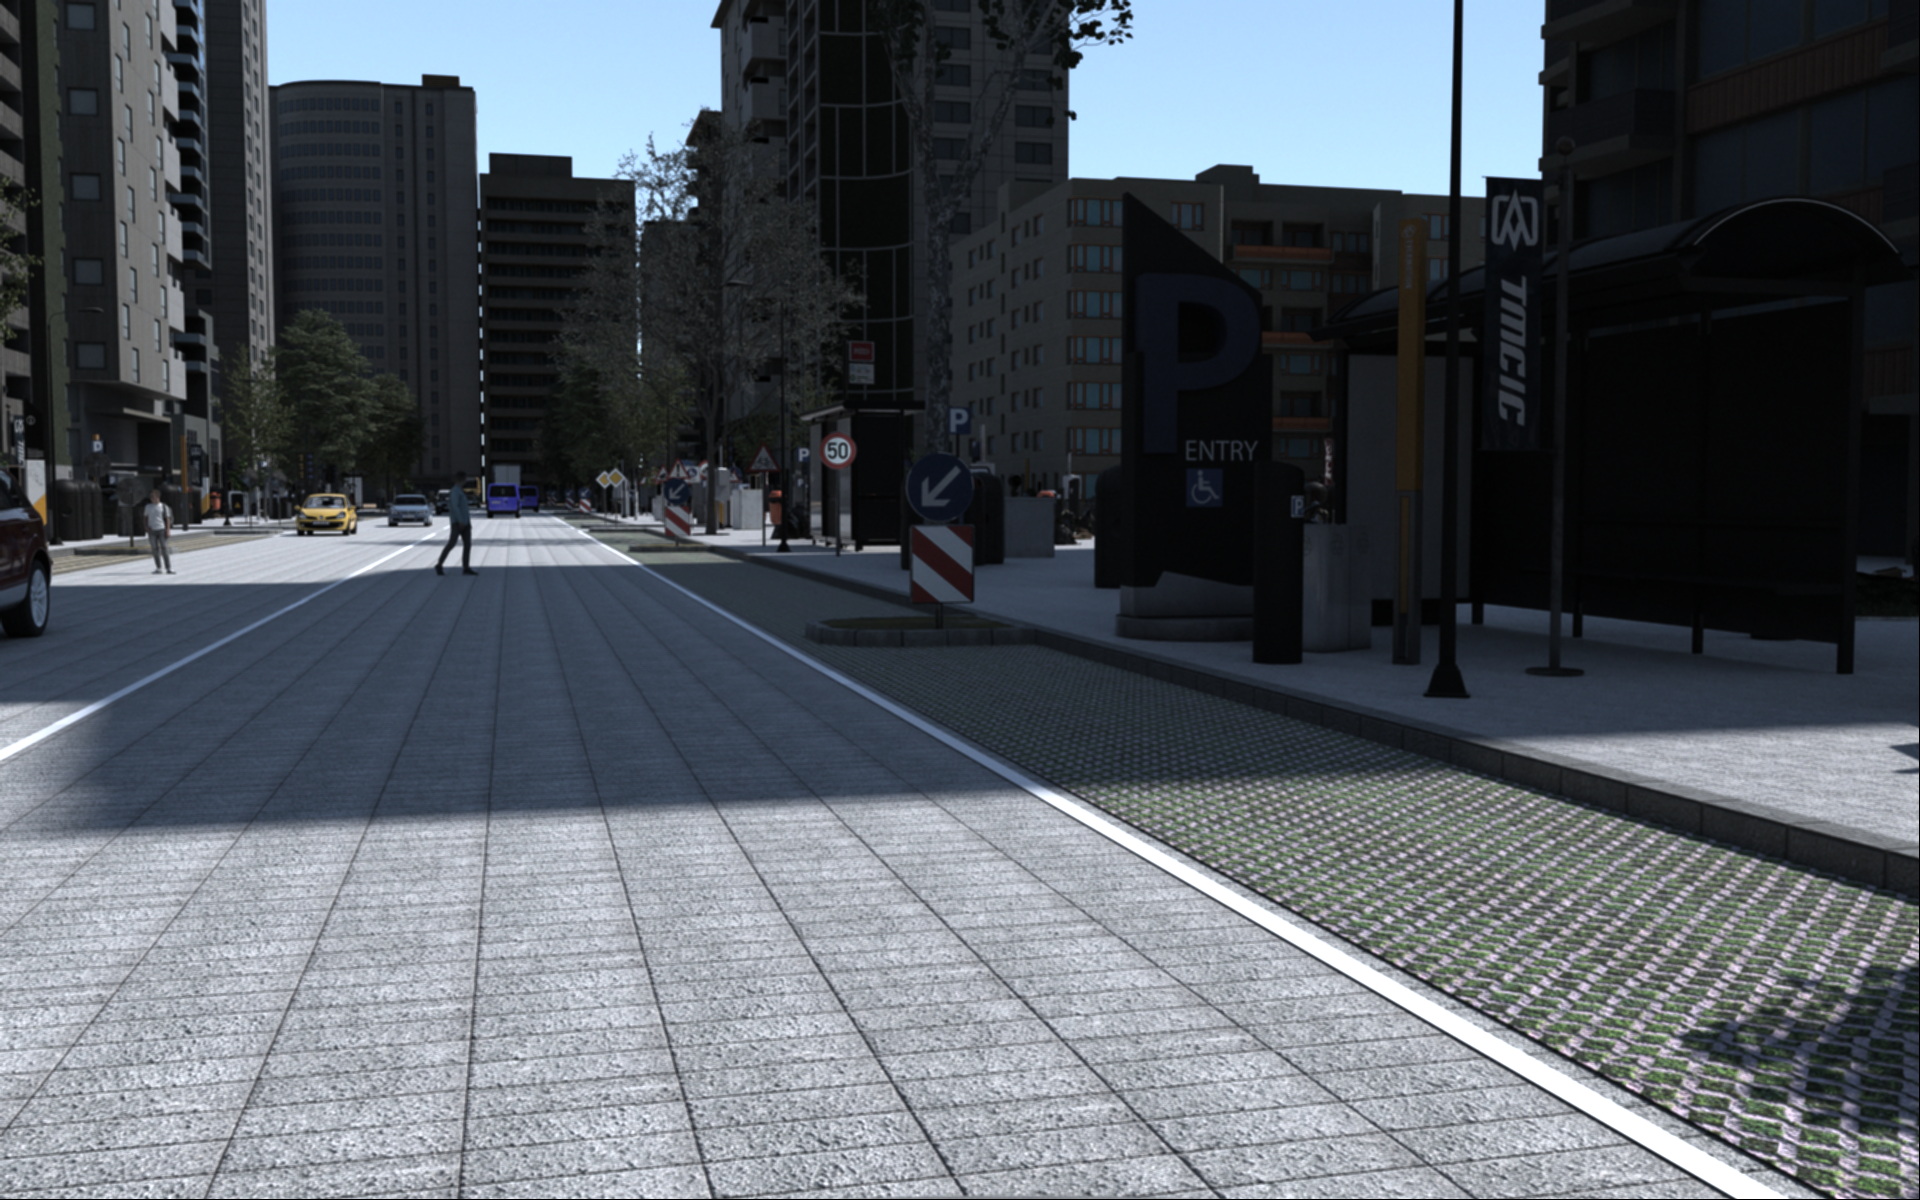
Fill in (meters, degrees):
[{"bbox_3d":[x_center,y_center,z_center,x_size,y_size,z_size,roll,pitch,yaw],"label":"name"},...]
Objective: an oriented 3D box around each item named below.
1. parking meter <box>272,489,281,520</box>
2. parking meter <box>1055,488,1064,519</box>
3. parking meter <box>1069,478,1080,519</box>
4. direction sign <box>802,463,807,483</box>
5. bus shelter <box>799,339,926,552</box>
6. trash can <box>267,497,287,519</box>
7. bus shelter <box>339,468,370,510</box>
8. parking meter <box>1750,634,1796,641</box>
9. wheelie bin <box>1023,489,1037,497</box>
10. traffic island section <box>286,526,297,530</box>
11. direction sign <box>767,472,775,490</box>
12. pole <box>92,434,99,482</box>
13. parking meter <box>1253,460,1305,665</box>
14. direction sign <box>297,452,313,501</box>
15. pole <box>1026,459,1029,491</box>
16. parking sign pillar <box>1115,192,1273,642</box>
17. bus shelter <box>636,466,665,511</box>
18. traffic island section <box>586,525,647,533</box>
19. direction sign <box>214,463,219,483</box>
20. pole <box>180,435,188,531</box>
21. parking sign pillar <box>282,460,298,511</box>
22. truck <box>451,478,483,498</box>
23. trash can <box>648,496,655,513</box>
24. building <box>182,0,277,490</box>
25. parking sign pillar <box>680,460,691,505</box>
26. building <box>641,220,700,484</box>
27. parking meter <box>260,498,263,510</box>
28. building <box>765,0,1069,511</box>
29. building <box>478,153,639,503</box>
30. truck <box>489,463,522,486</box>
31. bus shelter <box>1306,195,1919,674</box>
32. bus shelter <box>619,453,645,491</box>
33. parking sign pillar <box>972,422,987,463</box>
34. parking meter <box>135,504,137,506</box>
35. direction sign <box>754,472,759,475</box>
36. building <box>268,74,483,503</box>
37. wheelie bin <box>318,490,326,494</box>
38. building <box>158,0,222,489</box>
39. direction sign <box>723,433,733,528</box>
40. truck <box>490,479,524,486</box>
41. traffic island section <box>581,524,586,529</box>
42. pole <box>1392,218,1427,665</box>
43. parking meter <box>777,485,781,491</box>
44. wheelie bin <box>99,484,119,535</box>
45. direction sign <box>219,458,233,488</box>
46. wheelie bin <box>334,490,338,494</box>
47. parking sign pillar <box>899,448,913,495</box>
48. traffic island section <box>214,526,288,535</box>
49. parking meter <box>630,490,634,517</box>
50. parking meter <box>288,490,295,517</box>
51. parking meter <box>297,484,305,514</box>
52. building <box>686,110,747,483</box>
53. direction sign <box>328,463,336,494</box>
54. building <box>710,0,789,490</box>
[{"bbox_3d":[-34.056,-4.763,86.288,0.372,1.533,0.369,0,3,0],"label":"parking meter"},{"bbox_3d":[3.893,-3.626,67.703,0.372,1.533,0.369,0,3,0],"label":"parking meter"},{"bbox_3d":[4.254,-3.601,64.591,0.255,1.863,0.399,-2,4,-33],"label":"parking meter"},{"bbox_3d":[-11.435,-8.095,124.345,0.876,3.537,0.379,1,4,8],"label":"direction sign"},{"bbox_3d":[-2.627,-3.982,42.735,2.179,5.291,8.768,-1,4,-14],"label":"bus shelter"},{"bbox_3d":[-34.387,-4.642,87.551,0.748,1.137,0.748,0,3,0],"label":"trash can"},{"bbox_3d":[-48.556,-8.874,139.011,2.014,3.302,5.546,-1,4,-15],"label":"bus shelter"},{"bbox_3d":[7.201,-0.421,15.288,0.372,1.533,0.369,0,3,0],"label":"parking meter"},{"bbox_3d":[4.002,-5.568,98.947,0.693,1.594,0.980,3,5,43],"label":"wheelie bin"},{"bbox_3d":[-27.493,-2.916,69.959,2.009,0.180,2.903,-1,4,-14],"label":"traffic island section"},{"bbox_3d":[-15.187,-8.996,139.087,0.379,3.537,0.876,3,4,38],"label":"direction sign"},{"bbox_3d":[-29.485,-3.996,59.180,0.158,3.312,0.155,0,3,0],"label":"pole"},{"bbox_3d":[2.421,-0.291,13.162,0.372,1.533,0.369,0,3,0],"label":"parking meter"},{"bbox_3d":[-35.687,-6.267,94.465,0.379,3.537,0.876,3,5,39],"label":"direction sign"},{"bbox_3d":[3.873,-6.480,99.790,0.158,3.312,0.155,0,3,0],"label":"pole"},{"bbox_3d":[2.131,-1.659,15.599,1.447,3.967,1.447,-1,4,-12],"label":"parking sign pillar"},{"bbox_3d":[-22.618,-8.150,127.171,2.014,3.302,5.546,-1,4,-15],"label":"bus shelter"},{"bbox_3d":[-12.963,-2.640,65.446,2.009,0.180,2.903,-1,4,-14],"label":"traffic island section"},{"bbox_3d":[-53.534,-8.158,125.381,0.876,3.537,0.379,0,4,-6],"label":"direction sign"},{"bbox_3d":[-27.015,-4.065,60.308,0.158,3.312,0.155,0,3,0],"label":"pole"},{"bbox_3d":[-51.667,-8.852,133.201,1.447,3.967,1.447,-3,5,-44],"label":"parking sign pillar"},{"bbox_3d":[-57.967,-12.737,204.166,3.469,3.379,9.791,-1,4,-14],"label":"truck"},{"bbox_3d":[-20.351,-6.315,114.896,0.748,1.137,0.748,0,3,0],"label":"trash can"},{"bbox_3d":[-85.732,-45.679,185.095,20.611,71.187,20.563,-1,4,-14],"label":"building"},{"bbox_3d":[-21.603,-9.143,137.964,1.447,3.967,1.447,-1,4,-22],"label":"parking sign pillar"},{"bbox_3d":[-38.928,-34.775,252.168,14.086,41.232,14.154,-1,4,-14],"label":"building"},{"bbox_3d":[-55.618,-8.082,137.846,0.399,1.863,0.255,1,4,10],"label":"parking meter"},{"bbox_3d":[-4.234,-42.774,137.613,20.563,71.187,20.611,-1,4,-14],"label":"building"},{"bbox_3d":[-58.103,-38.333,250.444,21.600,48.544,21.300,-1,4,-14],"label":"building"},{"bbox_3d":[-42.470,-10.588,162.030,2.839,4.237,11.283,-1,4,-16],"label":"truck"},{"bbox_3d":[5.019,-1.255,14.445,2.014,3.302,5.546,-1,4,-14],"label":"bus shelter"},{"bbox_3d":[-26.365,-9.815,138.107,2.179,5.291,8.768,-1,4,-14],"label":"bus shelter"},{"bbox_3d":[0.739,-4.624,64.079,1.447,3.967,1.447,0,4,7],"label":"parking sign pillar"},{"bbox_3d":[-29.368,-3.238,61.344,0.372,1.533,0.369,0,3,0],"label":"parking meter"},{"bbox_3d":[-12.191,-6.839,103.816,0.379,3.537,0.876,-2,4,-28],"label":"direction sign"},{"bbox_3d":[-82.324,-42.956,244.333,28.212,58.520,21.231,-1,4,-14],"label":"building"},{"bbox_3d":[-49.986,-7.810,135.598,0.980,1.594,0.693,0,4,3],"label":"wheelie bin"},{"bbox_3d":[-76.882,-51.147,148.920,22.319,86.520,31.000,-1,4,-14],"label":"building"},{"bbox_3d":[-8.706,-4.471,65.096,0.379,3.537,0.876,-2,4,-30],"label":"direction sign"},{"bbox_3d":[-47.005,-11.218,179.335,3.469,3.379,9.791,-1,4,-13],"label":"truck"},{"bbox_3d":[-14.960,-3.113,73.179,2.009,0.180,2.903,-1,4,-14],"label":"traffic island section"},{"bbox_3d":[3.371,-1.170,12.976,0.158,3.312,0.155,0,3,0],"label":"pole"},{"bbox_3d":[-11.841,-6.617,113.903,0.399,1.863,0.255,2,4,32],"label":"parking meter"},{"bbox_3d":[-26.841,-2.851,54.529,0.980,1.594,0.693,-2,4,-34],"label":"wheelie bin"},{"bbox_3d":[-45.838,-7.131,108.585,0.876,3.537,0.379,2,4,34],"label":"direction sign"},{"bbox_3d":[-43.772,-6.992,122.233,0.693,1.594,0.980,2,4,34],"label":"wheelie bin"},{"bbox_3d":[-2.977,-6.530,95.233,1.447,3.967,1.447,-3,4,-36],"label":"parking sign pillar"},{"bbox_3d":[-25.496,-2.443,62.227,2.009,0.180,2.903,-1,4,-14],"label":"traffic island section"},{"bbox_3d":[-18.510,-5.482,98.040,0.372,1.533,0.369,0,3,0],"label":"parking meter"},{"bbox_3d":[-37.749,-5.468,97.819,0.372,1.533,0.369,0,3,0],"label":"parking meter"},{"bbox_3d":[-36.511,-5.528,96.087,0.255,1.863,0.399,3,4,38],"label":"parking meter"},{"bbox_3d":[-19.533,-33.246,198.200,22.147,44.769,28.867,-1,4,-14],"label":"building"},{"bbox_3d":[-41.756,-7.532,115.142,0.876,3.537,0.379,3,4,39],"label":"direction sign"},{"bbox_3d":[-8.603,-35.626,171.721,28.713,52.752,27.495,-1,4,-14],"label":"building"}]
